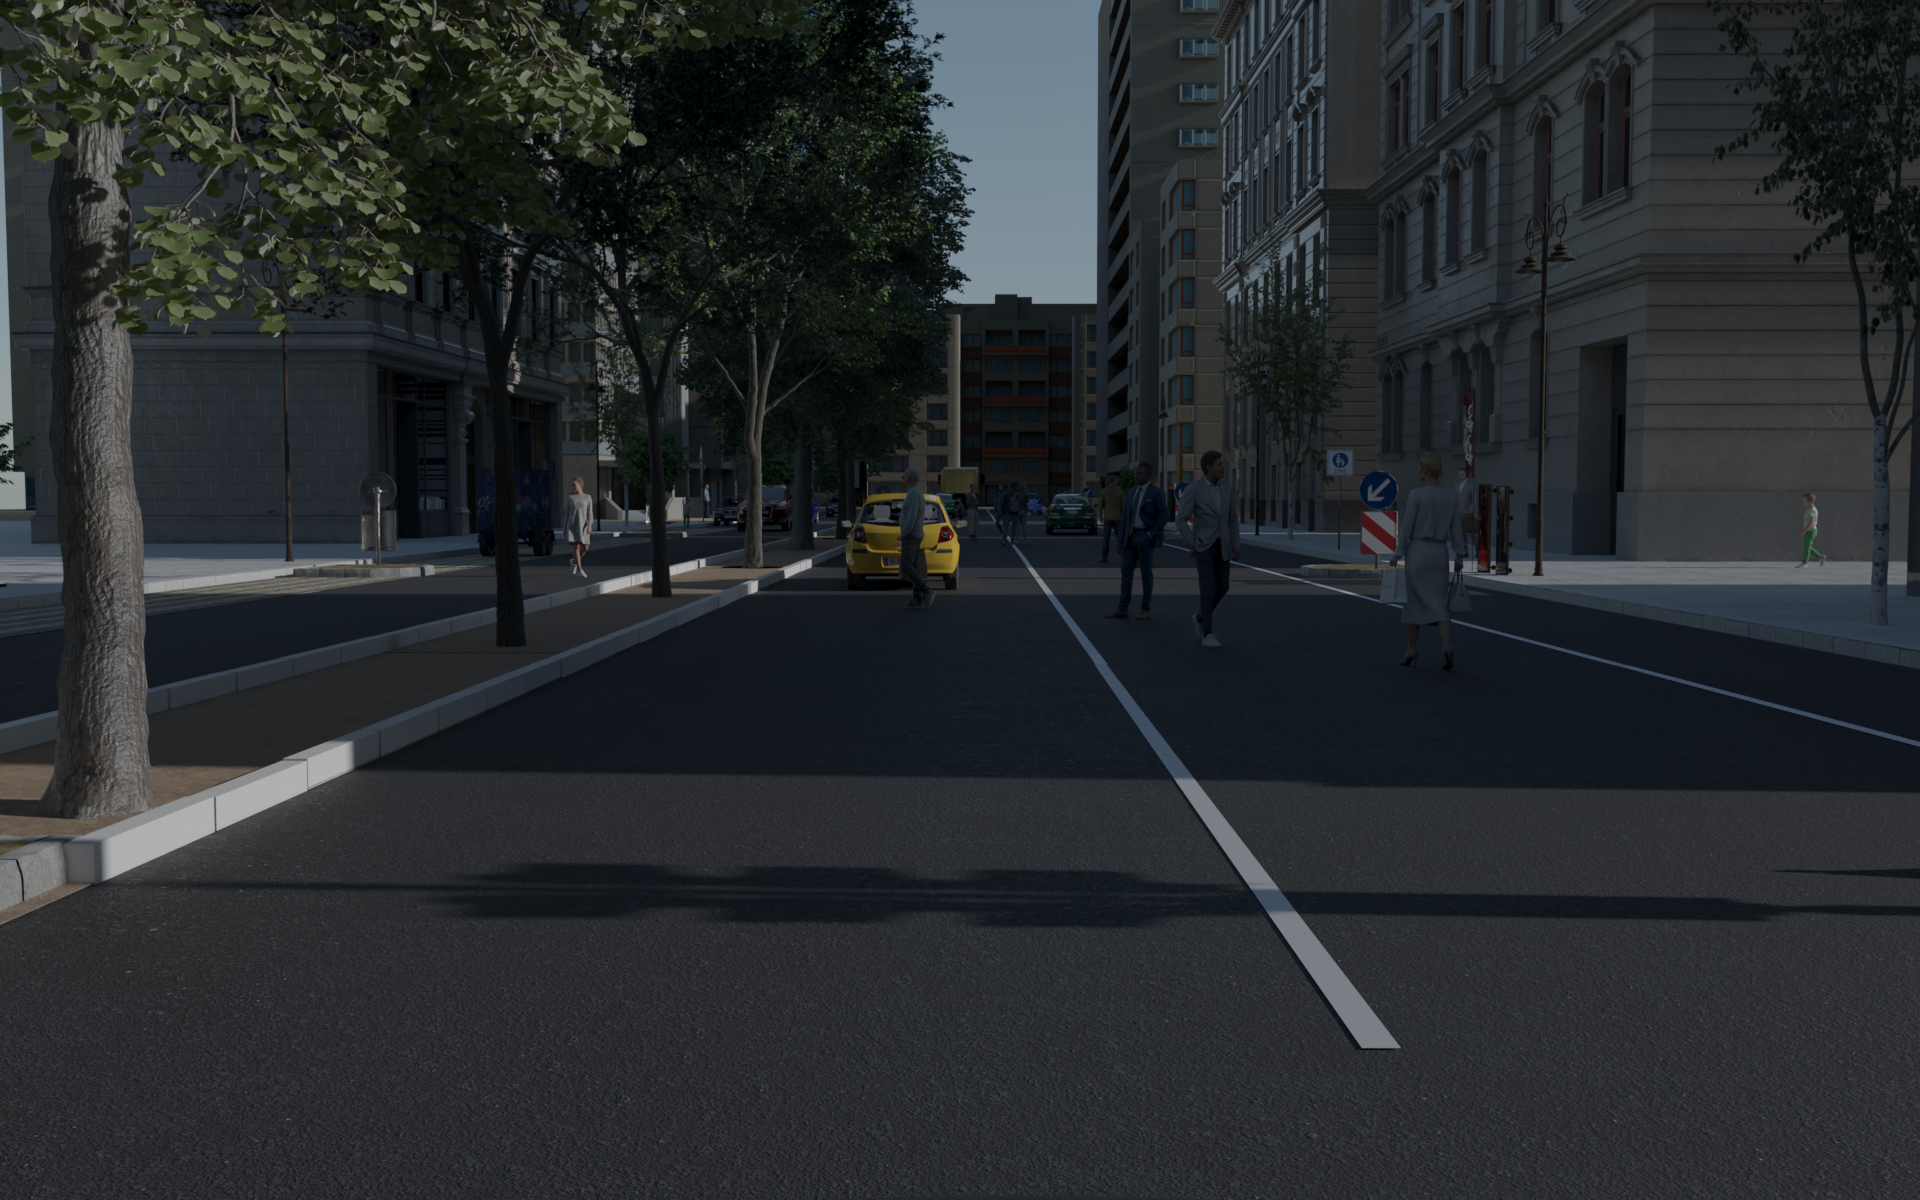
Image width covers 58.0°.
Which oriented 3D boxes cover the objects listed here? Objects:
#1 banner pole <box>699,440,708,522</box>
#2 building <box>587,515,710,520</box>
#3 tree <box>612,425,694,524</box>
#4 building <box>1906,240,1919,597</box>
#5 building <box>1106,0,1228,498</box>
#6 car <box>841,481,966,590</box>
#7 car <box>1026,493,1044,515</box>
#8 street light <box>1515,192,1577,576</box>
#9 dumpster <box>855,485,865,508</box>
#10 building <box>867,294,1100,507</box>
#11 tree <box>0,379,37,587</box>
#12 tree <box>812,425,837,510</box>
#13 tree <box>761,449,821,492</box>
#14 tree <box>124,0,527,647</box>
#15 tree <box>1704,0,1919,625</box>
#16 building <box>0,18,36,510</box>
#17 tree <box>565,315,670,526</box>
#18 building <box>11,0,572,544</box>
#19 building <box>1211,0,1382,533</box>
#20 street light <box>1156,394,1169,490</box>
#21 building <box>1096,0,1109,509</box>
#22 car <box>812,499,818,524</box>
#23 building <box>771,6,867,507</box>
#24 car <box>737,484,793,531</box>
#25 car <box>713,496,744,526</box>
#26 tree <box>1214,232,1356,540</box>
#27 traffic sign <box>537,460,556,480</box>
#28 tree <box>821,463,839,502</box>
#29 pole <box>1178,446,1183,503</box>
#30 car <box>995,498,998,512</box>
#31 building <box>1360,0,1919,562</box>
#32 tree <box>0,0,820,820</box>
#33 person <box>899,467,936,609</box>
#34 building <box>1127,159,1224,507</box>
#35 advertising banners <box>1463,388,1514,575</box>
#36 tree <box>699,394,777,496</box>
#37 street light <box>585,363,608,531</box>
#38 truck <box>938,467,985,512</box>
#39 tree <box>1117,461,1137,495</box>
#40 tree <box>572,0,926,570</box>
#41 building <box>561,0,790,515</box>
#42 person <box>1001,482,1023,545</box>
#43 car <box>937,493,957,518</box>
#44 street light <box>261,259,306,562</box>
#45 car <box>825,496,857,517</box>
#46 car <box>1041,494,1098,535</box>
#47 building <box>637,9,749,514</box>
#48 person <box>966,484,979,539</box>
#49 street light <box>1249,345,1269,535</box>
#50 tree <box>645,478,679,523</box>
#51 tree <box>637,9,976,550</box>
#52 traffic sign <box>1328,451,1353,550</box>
[{"bbox_3d":[-12.020,-5.545,80.685,0.401,3.779,0.863,-1,4,-21],"label":"banner pole"},{"bbox_3d":[-30.700,-24.512,92.645,32.217,40.220,23.993,0,4,1],"label":"building"},{"bbox_3d":[-13.153,-5.532,74.161,4.285,4.588,4.351,0,3,0],"label":"tree"},{"bbox_3d":[23.759,-13.479,13.890,24.014,27.812,14.314,0,4,1],"label":"building"},{"bbox_3d":[22.394,-30.874,128.483,21.300,48.544,21.600,0,4,1],"label":"building"},{"bbox_3d":[-0.894,-1.049,27.374,2.015,1.641,3.980,0,4,-1],"label":"car"},{"bbox_3d":[4.902,-6.834,121.335,1.945,1.707,3.694,0,4,2],"label":"car"},{"bbox_3d":[9.058,-3.312,26.942,0.468,5.910,1.993,0,4,1],"label":"street light"},{"bbox_3d":[-9.445,-9.084,153.473,1.985,2.255,1.502,0,4,1],"label":"dumpster"},{"bbox_3d":[5.584,-20.522,180.569,28.899,21.520,27.650,0,4,1],"label":"building"},{"bbox_3d":[-13.605,-1.788,23.831,1.663,3.219,1.824,0,3,0],"label":"tree"},{"bbox_3d":[-11.468,-11.827,143.730,4.360,8.622,3.978,0,3,0],"label":"tree"},{"bbox_3d":[-12.136,-8.124,116.546,4.285,4.588,4.351,0,3,0],"label":"tree"},{"bbox_3d":[-4.190,-4.858,16.297,8.767,10.594,7.601,0,4,1],"label":"tree"},{"bbox_3d":[9.008,-4.046,16.510,4.360,8.622,3.978,0,3,0],"label":"tree"},{"bbox_3d":[-63.311,-31.837,144.242,21.600,48.544,21.300,0,4,1],"label":"building"},{"bbox_3d":[-13.538,-7.250,68.897,4.737,8.622,4.395,0,3,0],"label":"tree"},{"bbox_3d":[-19.578,-11.901,45.488,10.553,20.767,40.483,0,4,1],"label":"building"},{"bbox_3d":[17.671,-16.565,68.099,12.463,27.353,25.104,0,4,1],"label":"building"},{"bbox_3d":[9.412,-6.579,80.362,0.468,5.910,1.993,0,4,1],"label":"street light"},{"bbox_3d":[18.982,-30.359,146.480,14.600,45.320,14.200,0,4,1],"label":"building"},{"bbox_3d":[-7.845,-4.356,83.802,1.945,1.354,3.894,0,4,1],"label":"car"},{"bbox_3d":[-25.272,-52.799,175.936,31.000,86.520,22.319,0,4,1],"label":"building"},{"bbox_3d":[-7.613,-3.659,68.494,2.281,1.827,5.304,0,4,-1],"label":"car"},{"bbox_3d":[-10.166,-4.069,79.108,1.945,1.354,3.894,0,4,2],"label":"car"},{"bbox_3d":[9.230,-5.991,48.317,4.737,8.622,4.395,0,3,0],"label":"tree"},{"bbox_3d":[-12.454,-3.062,52.193,0.606,2.300,0.079,1,4,10],"label":"traffic sign"},{"bbox_3d":[-11.940,-10.685,158.414,4.285,4.588,4.351,0,3,0],"label":"tree"},{"bbox_3d":[9.426,-4.911,74.133,0.158,3.312,0.155,0,3,0],"label":"pole"},{"bbox_3d":[3.822,-8.009,139.737,1.959,1.807,4.718,0,4,-1],"label":"car"},{"bbox_3d":[19.145,-15.633,42.982,14.401,28.519,23.554,0,4,1],"label":"building"},{"bbox_3d":[-3.972,-5.338,7.860,7.486,12.596,7.792,0,3,0],"label":"tree"},{"bbox_3d":[-0.544,-0.787,21.852,0.515,1.767,0.782,0,4,3],"label":"person"},{"bbox_3d":[25.199,-15.843,104.080,27.650,21.520,28.899,0,4,1],"label":"building"},{"bbox_3d":[8.556,-1.956,28.167,0.090,3.025,2.074,0,4,-5],"label":"advertising banners"},{"bbox_3d":[-12.047,-8.832,94.757,4.737,8.622,4.395,0,3,0],"label":"tree"},{"bbox_3d":[-12.458,-5.307,59.552,0.468,5.910,1.993,0,4,1],"label":"street light"},{"bbox_3d":[0.034,-7.833,123.994,3.469,3.379,9.791,0,4,1],"label":"truck"},{"bbox_3d":[10.103,-6.756,105.058,1.663,3.219,1.824,0,3,0],"label":"tree"},{"bbox_3d":[-3.867,-6.397,32.797,9.928,11.665,9.643,0,3,0],"label":"tree"},{"bbox_3d":[-25.899,-27.318,138.524,23.993,40.220,32.217,0,4,1],"label":"building"},{"bbox_3d":[1.441,-2.421,48.424,0.623,1.781,0.721,0,4,4],"label":"person"},{"bbox_3d":[-1.130,-5.799,103.608,1.959,1.807,4.718,0,4,0],"label":"car"},{"bbox_3d":[-12.729,-3.664,32.702,0.468,5.910,1.993,0,4,1],"label":"street light"},{"bbox_3d":[-7.447,-5.877,108.676,1.945,1.354,3.894,0,4,1],"label":"car"},{"bbox_3d":[4.014,-3.109,62.637,2.131,1.459,4.920,0,4,2],"label":"car"},{"bbox_3d":[-21.041,-26.174,111.532,14.154,41.232,14.086,0,4,1],"label":"building"},{"bbox_3d":[0.428,-2.794,54.727,0.362,1.759,0.519,2,4,30],"label":"person"},{"bbox_3d":[9.236,-4.946,53.652,0.468,5.910,1.993,0,4,1],"label":"street light"},{"bbox_3d":[-13.181,-5.064,77.404,1.663,3.219,1.824,0,3,0],"label":"tree"},{"bbox_3d":[-4.067,-8.246,43.937,9.857,13.997,8.962,0,3,0],"label":"tree"},{"bbox_3d":[8.742,-2.309,39.879,0.606,2.300,0.079,0,4,6],"label":"traffic sign"}]
